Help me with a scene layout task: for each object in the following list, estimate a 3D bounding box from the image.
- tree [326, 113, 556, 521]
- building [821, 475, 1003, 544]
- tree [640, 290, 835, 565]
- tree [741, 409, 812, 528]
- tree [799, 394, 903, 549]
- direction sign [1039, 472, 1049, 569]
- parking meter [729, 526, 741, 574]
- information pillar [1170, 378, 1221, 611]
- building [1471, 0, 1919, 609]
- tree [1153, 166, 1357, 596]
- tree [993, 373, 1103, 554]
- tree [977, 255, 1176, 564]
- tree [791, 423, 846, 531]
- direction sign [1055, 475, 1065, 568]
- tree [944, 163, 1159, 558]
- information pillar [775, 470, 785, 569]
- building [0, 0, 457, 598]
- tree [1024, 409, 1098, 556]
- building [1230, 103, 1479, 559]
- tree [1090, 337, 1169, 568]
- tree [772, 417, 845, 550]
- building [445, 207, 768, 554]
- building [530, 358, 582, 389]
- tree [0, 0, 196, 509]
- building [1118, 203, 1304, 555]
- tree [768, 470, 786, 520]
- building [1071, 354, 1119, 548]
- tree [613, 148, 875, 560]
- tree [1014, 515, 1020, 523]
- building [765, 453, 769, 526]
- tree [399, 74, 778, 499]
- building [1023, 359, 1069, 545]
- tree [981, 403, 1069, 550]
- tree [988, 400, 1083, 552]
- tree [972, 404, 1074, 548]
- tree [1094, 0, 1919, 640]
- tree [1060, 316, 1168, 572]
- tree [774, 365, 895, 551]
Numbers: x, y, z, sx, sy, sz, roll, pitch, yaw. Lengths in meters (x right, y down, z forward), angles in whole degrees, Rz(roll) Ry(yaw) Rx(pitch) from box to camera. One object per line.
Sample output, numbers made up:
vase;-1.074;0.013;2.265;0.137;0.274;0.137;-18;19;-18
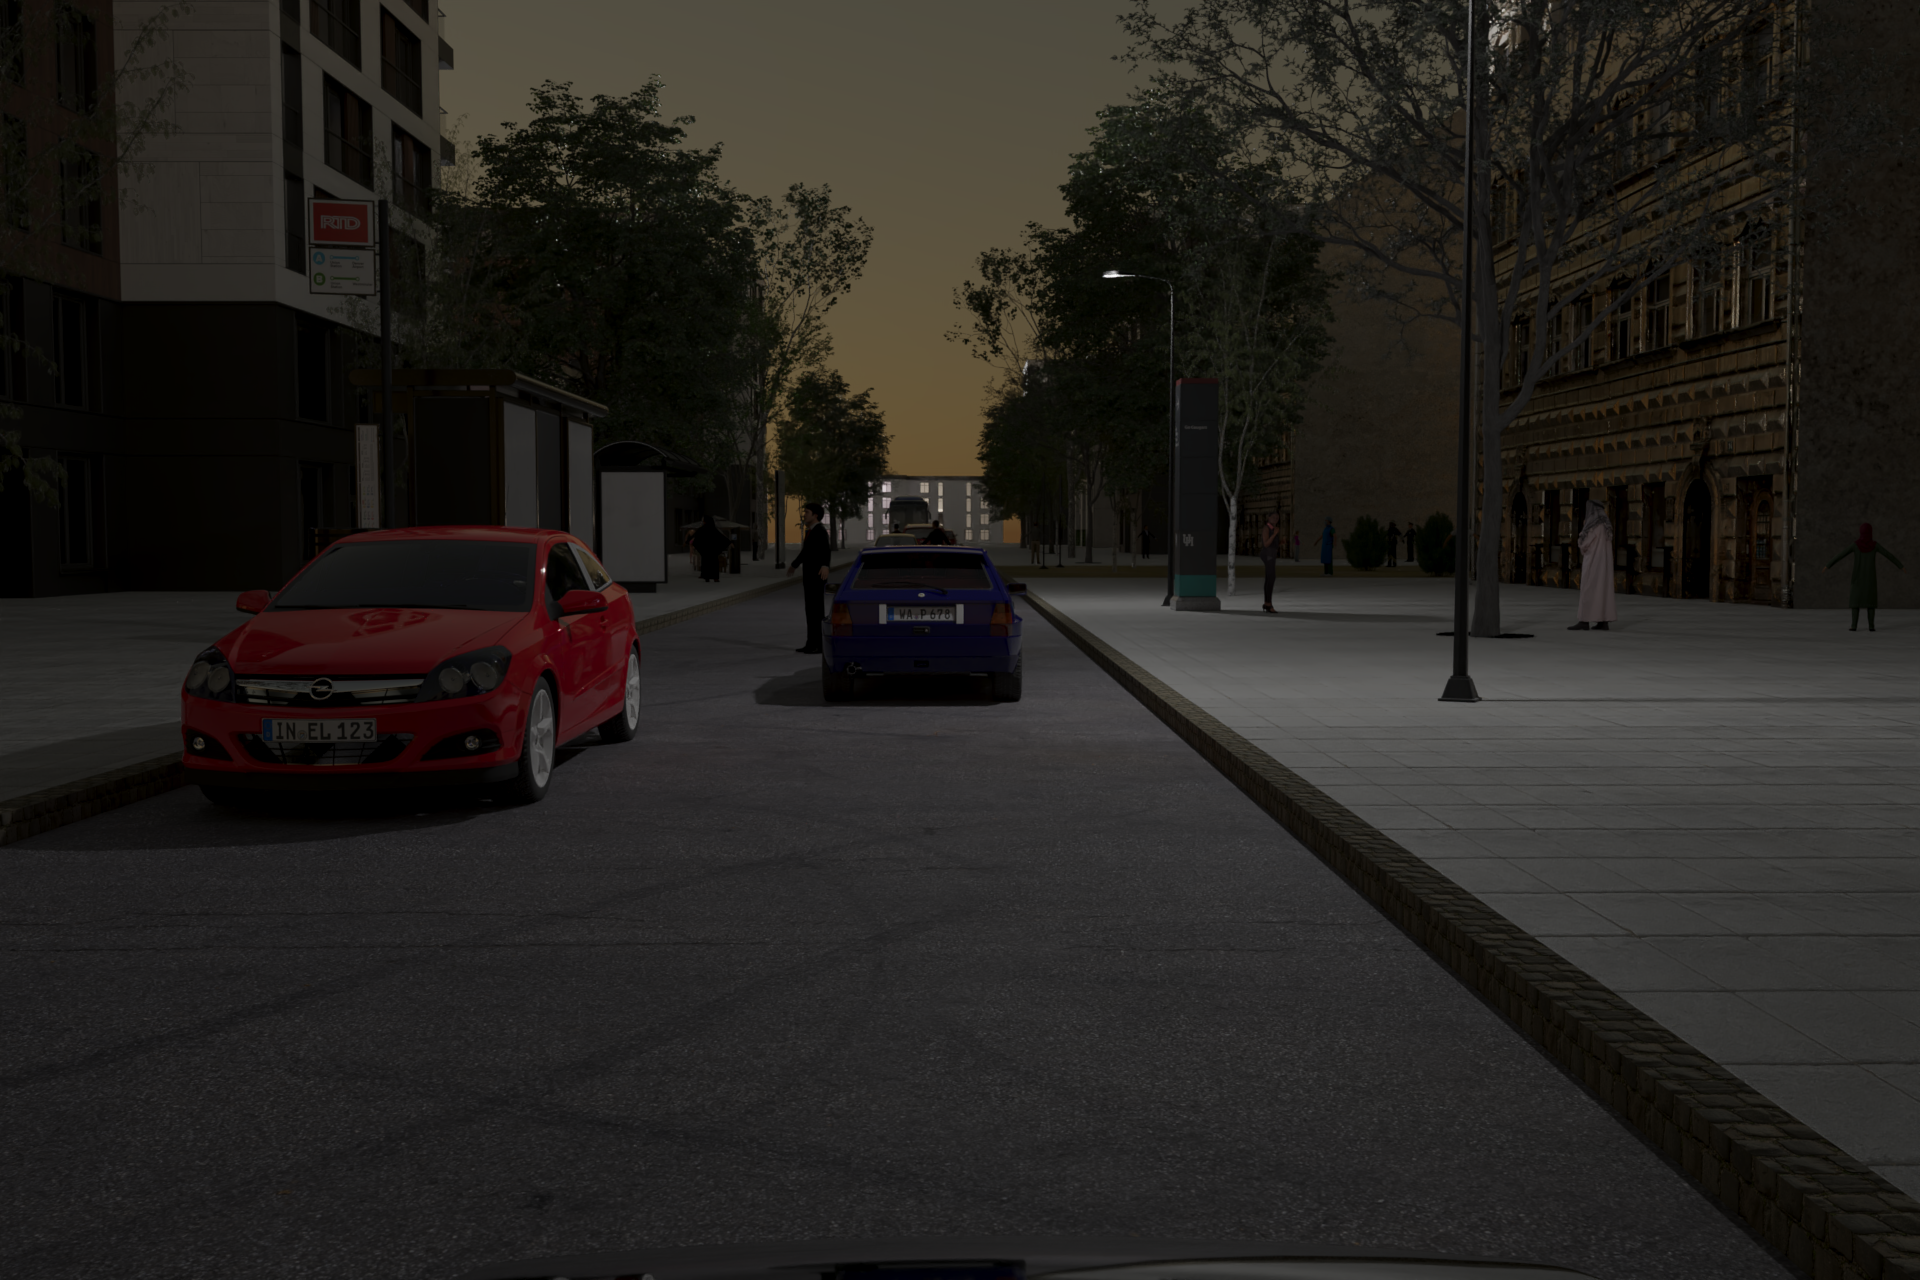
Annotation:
tree;-9.423;-4.907;30.599;4.360;8.622;3.978;0;3;0
building;-7.752;-18.437;246.040;28.070;9.664;9.099;0;4;-3
tree;-9.329;-8.947;72.034;9.928;11.665;9.643;0;3;0
tree;-10.233;-9.076;98.763;4.737;8.622;4.395;0;3;0
tree;-10.173;-14.577;148.708;12.009;13.543;11.850;0;3;0
direction sign;3.066;-4.363;63.334;0.379;3.537;0.876;0;4;0
parking meter;-7.262;-2.900;55.827;0.372;1.533;0.369;0;3;0
information pillar;3.967;-2.429;29.097;0.750;3.857;0.750;0;4;0
building;23.362;-12.661;37.941;19.493;23.208;18.063;0;4;0
tree;5.447;-5.211;35.560;4.360;8.622;3.978;0;3;0
tree;5.752;-11.357;111.438;9.928;11.665;9.643;0;3;0
tree;5.767;-10.084;75.245;12.009;13.543;11.850;0;3;0
tree;-9.727;-10.105;115.583;4.737;8.622;4.395;0;3;0
direction sign;3.841;-4.549;66.377;0.379;3.537;0.876;0;4;-2
tree;5.523;-14.386;91.107;12.611;20.169;13.585;0;3;0
information pillar;-6.650;-4.446;64.008;0.184;3.620;1.656;0;4;2
building;-28.978;-11.724;35.659;27.936;21.610;32.646;0;3;0
tree;6.027;-9.348;103.197;4.737;8.622;4.395;0;3;0
building;25.879;-16.209;95.945;19.493;23.208;18.063;0;4;-1
tree;6.468;-6.985;64.564;4.360;8.622;3.978;0;3;0
tree;-9.394;-9.469;105.173;4.737;8.622;4.395;0;3;0
building;-29.332;-17.184;124.929;27.936;21.610;32.646;0;4;-1
building;-24.220;-9.238;93.181;9.099;9.664;28.070;0;4;0
tree;-9.736;-3.973;15.318;4.360;8.622;3.978;0;3;0
building;25.032;-17.103;123.602;27.936;21.610;32.646;0;4;-1
tree;-28.114;-19.113;246.913;7.601;10.594;8.767;0;4;2
building;20.864;-19.089;178.560;16.747;18.905;31.486;0;4;0
tree;-11.376;-14.128;86.874;12.611;20.169;13.585;0;3;0
tree;9.934;-18.261;248.922;4.360;8.622;3.978;0;3;0
building;-24.617;-14.665;181.916;9.099;9.664;28.070;0;4;-1
tree;-9.873;-8.609;47.407;9.857;13.997;8.962;0;3;0
building;21.772;-22.927;218.823;27.936;21.610;32.646;0;3;0
tree;5.446;-13.678;141.765;7.486;12.596;7.792;0;3;0
tree;5.517;-11.953;121.193;9.928;11.665;9.643;0;3;0
tree;5.600;-15.145;154.267;9.857;13.997;8.962;0;3;0
tree;6.705;-6.776;21.163;12.009;13.543;11.850;0;3;0
tree;4.983;-6.596;58.200;4.360;8.622;3.978;0;3;0
tree;-9.428;-13.609;129.157;9.857;13.997;8.962;0;3;0
